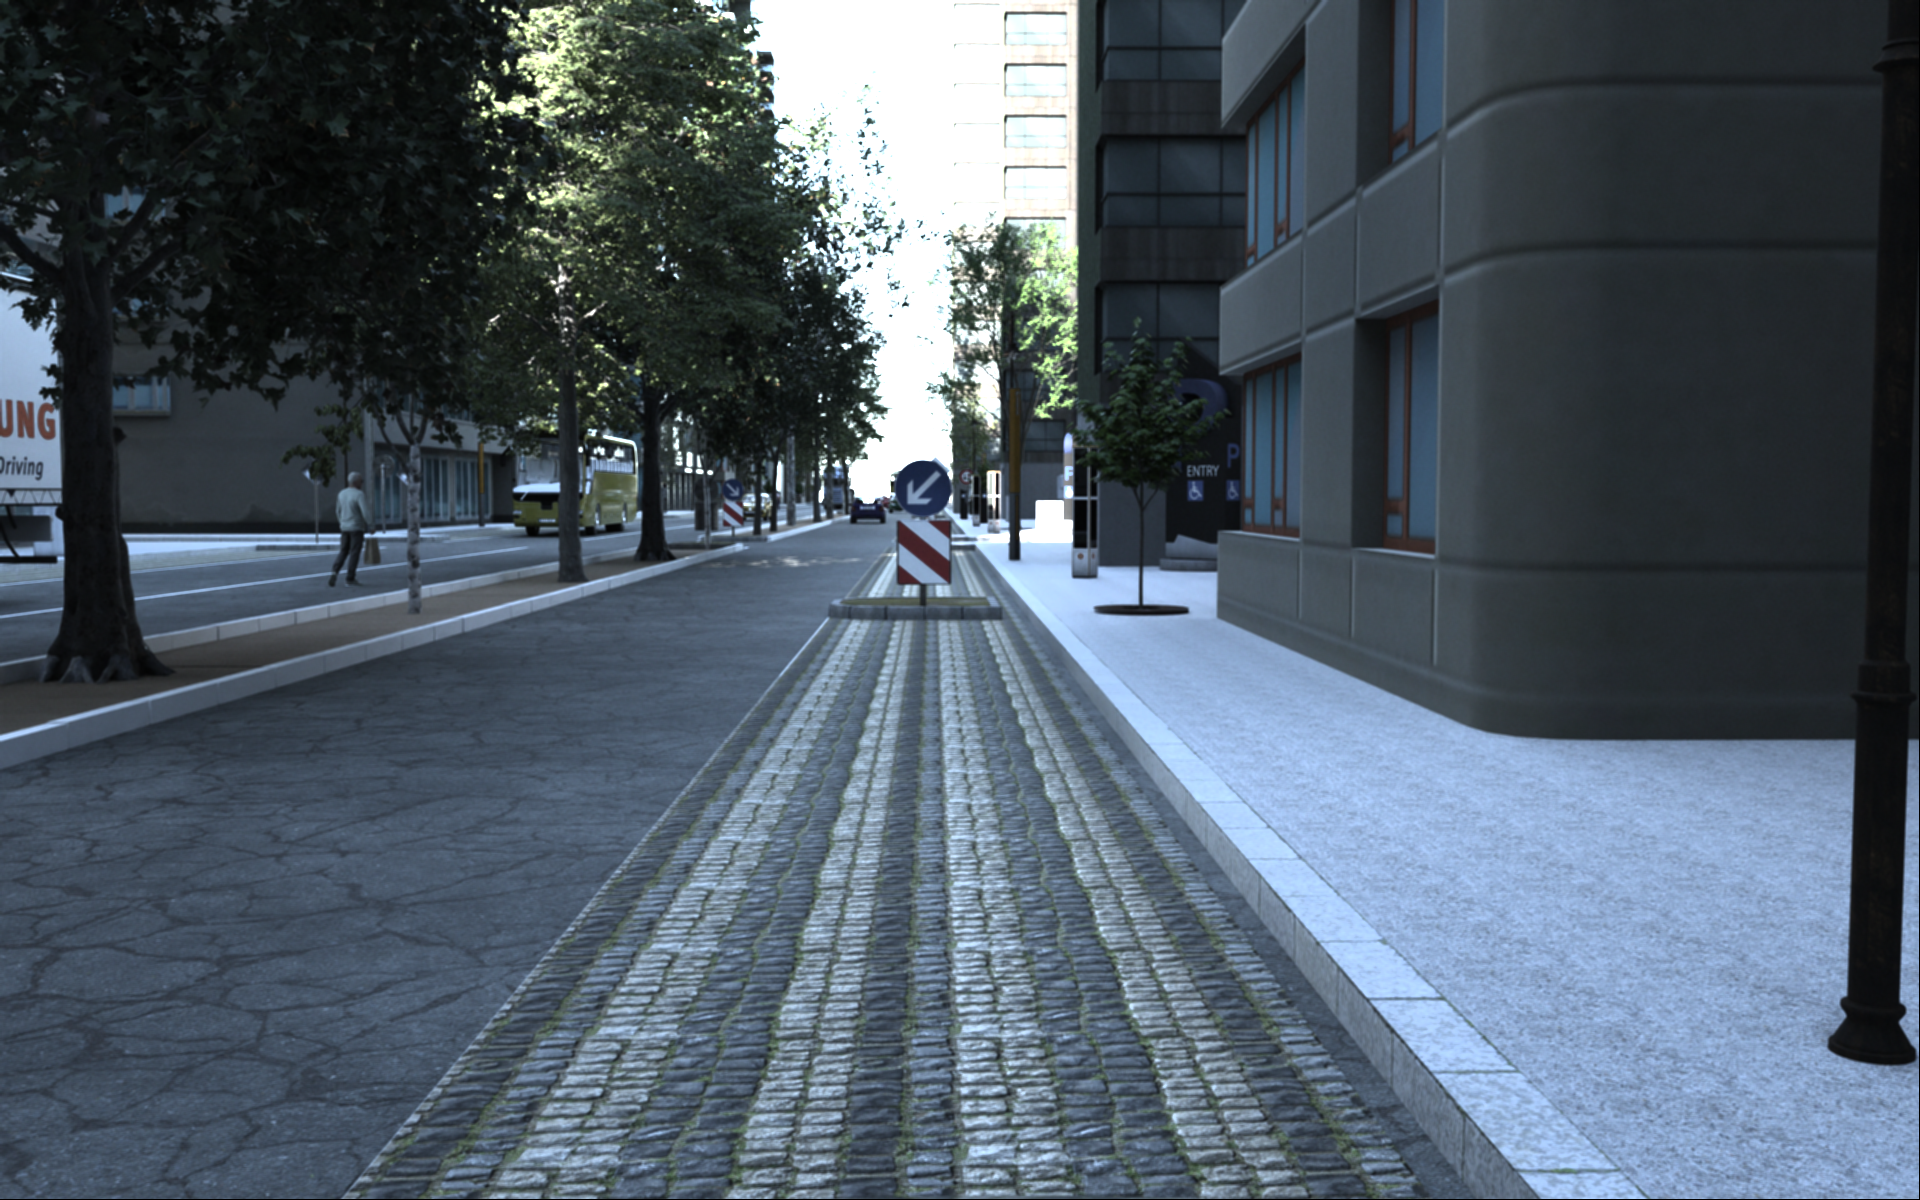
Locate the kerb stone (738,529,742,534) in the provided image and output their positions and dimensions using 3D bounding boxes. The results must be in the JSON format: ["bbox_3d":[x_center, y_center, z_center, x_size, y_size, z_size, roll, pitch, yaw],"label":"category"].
[{"bbox_3d":[-8.030,-2.437,62.052,0.120,0.150,1.000,0,4,-1],"label":"kerb stone"}]

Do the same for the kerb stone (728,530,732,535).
[{"bbox_3d":[-7.978,-2.250,58.975,0.120,0.150,1.000,0,4,-1],"label":"kerb stone"}]

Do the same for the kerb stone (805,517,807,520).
[{"bbox_3d":[-8.538,-4.380,93.807,0.120,0.150,1.000,0,4,-1],"label":"kerb stone"}]

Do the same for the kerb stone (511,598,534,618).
[{"bbox_3d":[-5.249,0.104,20.498,0.120,0.150,1.000,0,4,-1],"label":"kerb stone"}]

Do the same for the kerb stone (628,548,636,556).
[{"bbox_3d":[-7.669,-1.082,39.935,0.120,0.150,1.000,0,4,-1],"label":"kerb stone"}]

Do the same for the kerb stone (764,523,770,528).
[{"bbox_3d":[-8.214,-3.126,73.297,0.120,0.150,1.000,0,4,-1],"label":"kerb stone"}]

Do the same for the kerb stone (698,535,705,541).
[{"bbox_3d":[-7.876,-1.874,52.836,0.120,0.150,1.000,0,4,-1],"label":"kerb stone"}]

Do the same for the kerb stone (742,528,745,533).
[{"bbox_3d":[-8.042,-2.500,63.074,0.120,0.150,1.000,0,4,-1],"label":"kerb stone"}]

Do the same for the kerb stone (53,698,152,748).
[{"bbox_3d":[-5.083,0.731,10.242,0.120,0.150,1.000,0,4,-1],"label":"kerb stone"}]

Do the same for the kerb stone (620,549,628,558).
[{"bbox_3d":[-7.655,-1.019,38.907,0.120,0.150,1.000,0,4,-1],"label":"kerb stone"}]

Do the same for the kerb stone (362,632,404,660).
[{"bbox_3d":[-5.169,0.422,15.376,0.120,0.150,1.000,0,4,-1],"label":"kerb stone"}]

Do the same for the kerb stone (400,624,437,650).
[{"bbox_3d":[-5.185,0.359,16.398,0.120,0.150,1.000,0,4,-1],"label":"kerb stone"}]

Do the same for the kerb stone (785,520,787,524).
[{"bbox_3d":[-8.343,-3.623,81.498,0.120,0.150,1.000,0,4,-1],"label":"kerb stone"}]

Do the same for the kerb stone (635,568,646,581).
[{"bbox_3d":[-5.387,-0.397,28.691,0.120,0.150,1.000,0,4,-1],"label":"kerb stone"}]

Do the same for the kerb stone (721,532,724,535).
[{"bbox_3d":[-7.948,-2.124,56.926,0.120,0.150,1.000,0,4,-1],"label":"kerb stone"}]

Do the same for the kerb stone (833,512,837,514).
[{"bbox_3d":[-9.087,-6.384,126.566,0.120,0.150,1.000,0,4,-1],"label":"kerb stone"}]

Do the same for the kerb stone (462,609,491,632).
[{"bbox_3d":[-5.210,0.230,18.446,0.120,0.150,1.000,0,4,-1],"label":"kerb stone"}]

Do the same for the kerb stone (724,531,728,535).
[{"bbox_3d":[-7.964,-2.183,57.948,0.120,0.150,1.000,0,4,-1],"label":"kerb stone"}]

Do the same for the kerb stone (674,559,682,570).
[{"bbox_3d":[-5.450,-0.644,32.791,0.120,0.150,1.000,0,4,-1],"label":"kerb stone"}]

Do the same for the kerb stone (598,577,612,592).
[{"bbox_3d":[-5.343,-0.209,25.617,0.120,0.150,1.000,0,4,-1],"label":"kerb stone"}]

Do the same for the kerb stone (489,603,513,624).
[{"bbox_3d":[-5.234,0.170,19.475,0.120,0.150,1.000,0,4,-1],"label":"kerb stone"}]

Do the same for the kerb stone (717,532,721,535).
[{"bbox_3d":[-7.928,-2.061,55.901,0.120,0.150,1.000,0,4,-1],"label":"kerb stone"}]

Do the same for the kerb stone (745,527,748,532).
[{"bbox_3d":[-8.063,-2.563,64.095,0.120,0.150,1.000,0,4,-1],"label":"kerb stone"}]

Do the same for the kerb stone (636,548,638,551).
[{"bbox_3d":[-7.684,-1.147,40.957,0.120,0.150,1.000,0,4,-1],"label":"kerb stone"}]

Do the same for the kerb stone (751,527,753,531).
[{"bbox_3d":[-8.100,-2.688,66.139,0.120,0.150,1.000,0,4,-1],"label":"kerb stone"}]

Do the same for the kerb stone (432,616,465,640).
[{"bbox_3d":[-5.201,0.298,17.424,0.120,0.150,1.000,0,4,-1],"label":"kerb stone"}]

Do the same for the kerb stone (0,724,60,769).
[{"bbox_3d":[-5.061,0.799,9.220,0.120,0.150,1.000,0,4,-1],"label":"kerb stone"}]

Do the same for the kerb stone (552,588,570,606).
[{"bbox_3d":[-5.280,-0.015,22.545,0.120,0.150,1.000,0,4,-1],"label":"kerb stone"}]

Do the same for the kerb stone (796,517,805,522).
[{"bbox_3d":[-8.527,-4.317,92.779,0.120,0.150,1.000,0,4,-1],"label":"kerb stone"}]

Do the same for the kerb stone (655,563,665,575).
[{"bbox_3d":[-5.417,-0.521,30.735,0.120,0.150,1.000,0,4,-1],"label":"kerb stone"}]

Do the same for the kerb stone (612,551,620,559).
[{"bbox_3d":[-7.633,-0.960,37.885,0.120,0.150,1.000,0,4,-1],"label":"kerb stone"}]

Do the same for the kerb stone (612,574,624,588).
[{"bbox_3d":[-5.352,-0.272,26.639,0.120,0.150,1.000,0,4,-1],"label":"kerb stone"}]

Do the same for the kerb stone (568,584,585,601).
[{"bbox_3d":[-5.303,-0.078,23.570,0.120,0.150,1.000,0,4,-1],"label":"kerb stone"}]

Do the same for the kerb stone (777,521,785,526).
[{"bbox_3d":[-8.329,-3.561,80.469,0.120,0.150,1.000,0,4,-1],"label":"kerb stone"}]

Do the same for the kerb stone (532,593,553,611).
[{"bbox_3d":[-5.262,0.044,21.521,0.120,0.150,1.000,0,4,-1],"label":"kerb stone"}]

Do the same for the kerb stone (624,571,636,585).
[{"bbox_3d":[-5.366,-0.329,27.666,0.120,0.150,1.000,0,4,-1],"label":"kerb stone"}]

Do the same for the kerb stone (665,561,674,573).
[{"bbox_3d":[-5.431,-0.583,31.761,0.120,0.150,1.000,0,4,-1],"label":"kerb stone"}]

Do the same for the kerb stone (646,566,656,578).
[{"bbox_3d":[-5.403,-0.460,29.713,0.120,0.150,1.000,0,4,-1],"label":"kerb stone"}]

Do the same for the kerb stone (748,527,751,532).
[{"bbox_3d":[-8.072,-2.624,65.117,0.120,0.150,1.000,0,4,-1],"label":"kerb stone"}]

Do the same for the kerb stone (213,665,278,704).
[{"bbox_3d":[-5.113,0.607,12.297,0.120,0.150,1.000,0,4,-1],"label":"kerb stone"}]

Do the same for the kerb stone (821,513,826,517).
[{"bbox_3d":[-8.873,-5.569,113.252,0.120,0.150,1.000,0,4,-1],"label":"kerb stone"}]

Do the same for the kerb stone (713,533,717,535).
[{"bbox_3d":[-7.915,-1.997,54.879,0.120,0.150,1.000,0,4,-1],"label":"kerb stone"}]

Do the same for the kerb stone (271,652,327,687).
[{"bbox_3d":[-5.131,0.543,13.325,0.120,0.150,1.000,0,4,-1],"label":"kerb stone"}]

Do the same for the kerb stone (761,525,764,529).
[{"bbox_3d":[-8.162,-2.938,70.232,0.120,0.150,1.000,0,4,-1],"label":"kerb stone"}]

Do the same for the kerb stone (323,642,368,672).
[{"bbox_3d":[-5.150,0.483,14.353,0.120,0.150,1.000,0,4,-1],"label":"kerb stone"}]

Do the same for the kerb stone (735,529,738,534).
[{"bbox_3d":[-8.018,-2.375,61.030,0.120,0.150,1.000,0,4,-1],"label":"kerb stone"}]

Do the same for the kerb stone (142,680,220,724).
[{"bbox_3d":[-5.099,0.668,11.274,0.120,0.150,1.000,0,4,-1],"label":"kerb stone"}]

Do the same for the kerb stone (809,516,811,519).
[{"bbox_3d":[-8.597,-4.566,96.873,0.120,0.150,1.000,0,4,-1],"label":"kerb stone"}]

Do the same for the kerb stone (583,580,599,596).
[{"bbox_3d":[-5.313,-0.147,24.595,0.120,0.150,1.000,0,4,-1],"label":"kerb stone"}]
